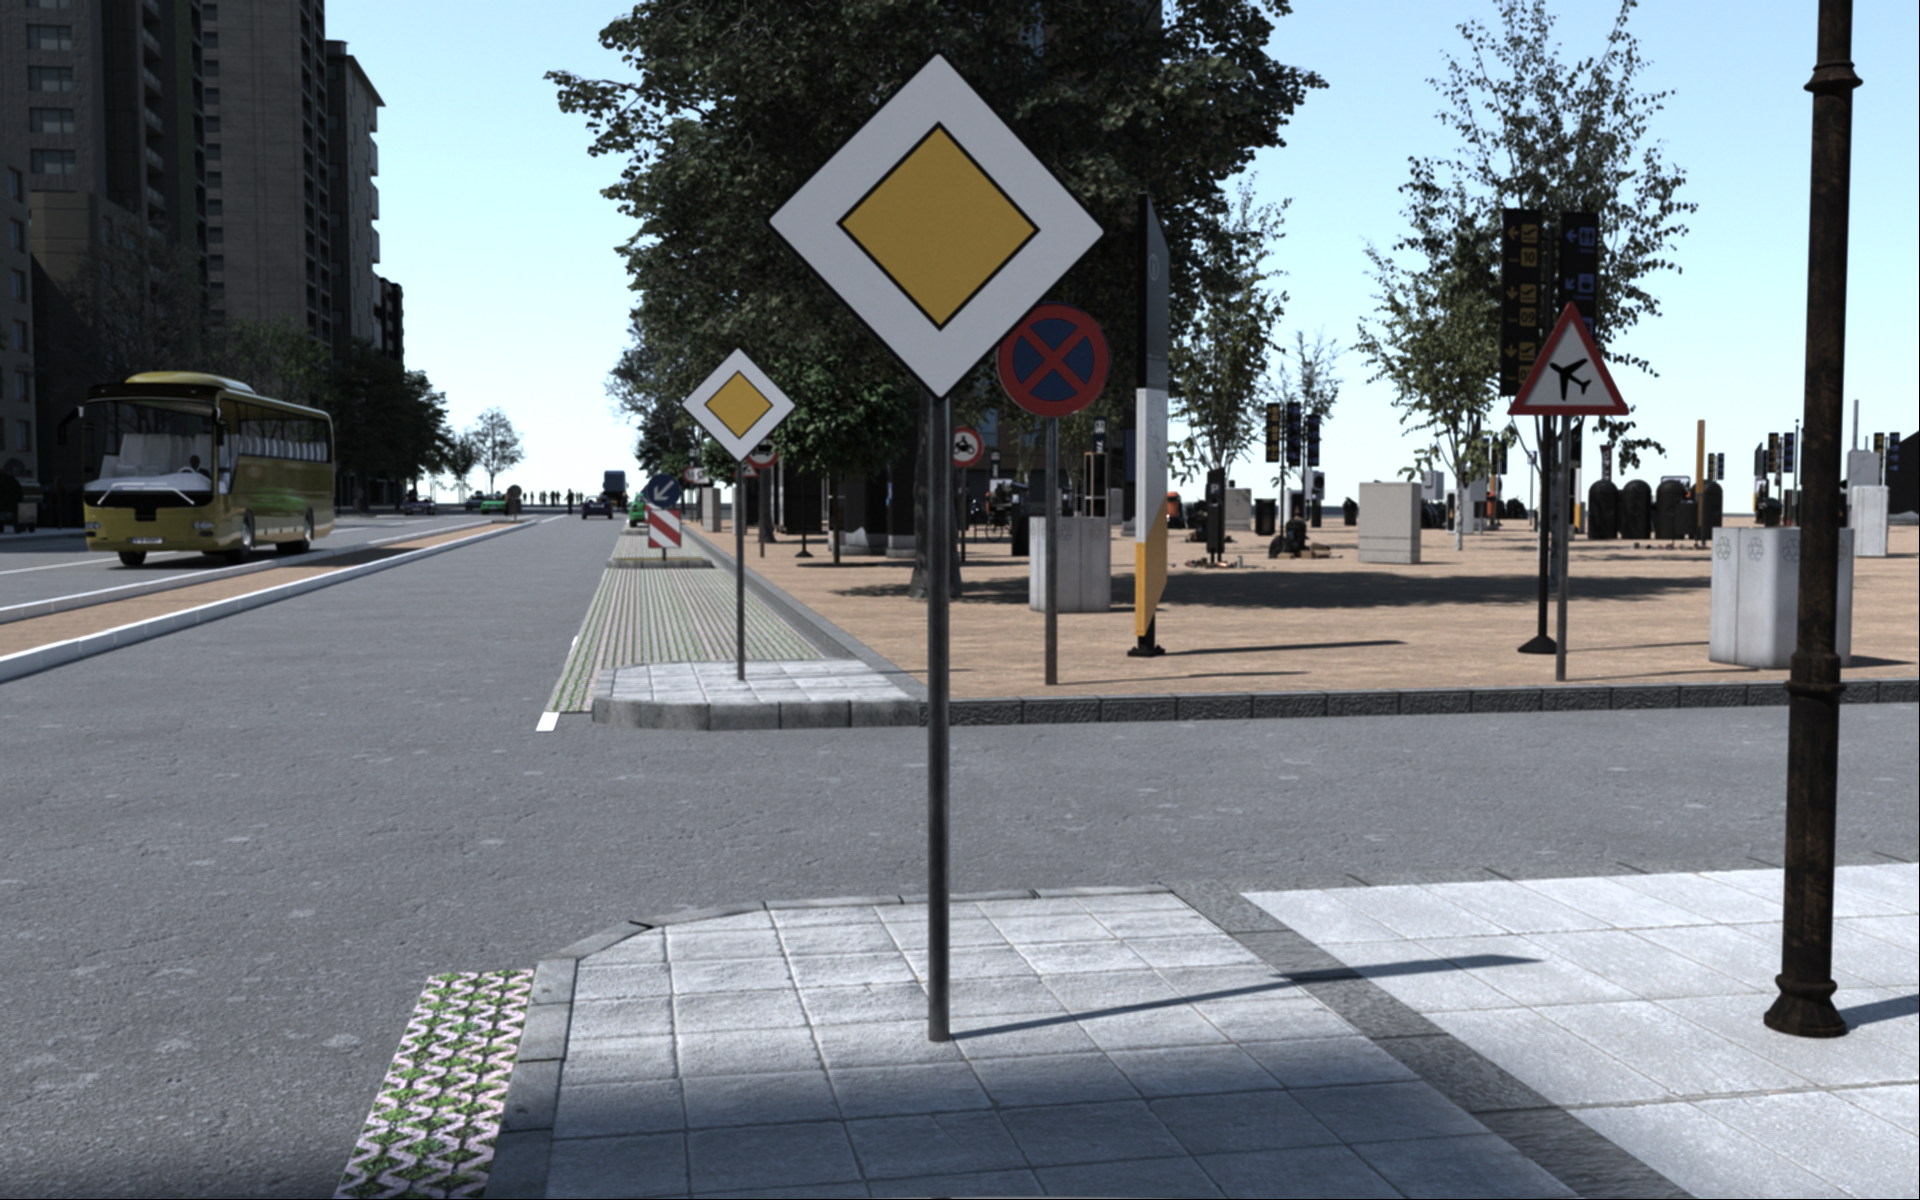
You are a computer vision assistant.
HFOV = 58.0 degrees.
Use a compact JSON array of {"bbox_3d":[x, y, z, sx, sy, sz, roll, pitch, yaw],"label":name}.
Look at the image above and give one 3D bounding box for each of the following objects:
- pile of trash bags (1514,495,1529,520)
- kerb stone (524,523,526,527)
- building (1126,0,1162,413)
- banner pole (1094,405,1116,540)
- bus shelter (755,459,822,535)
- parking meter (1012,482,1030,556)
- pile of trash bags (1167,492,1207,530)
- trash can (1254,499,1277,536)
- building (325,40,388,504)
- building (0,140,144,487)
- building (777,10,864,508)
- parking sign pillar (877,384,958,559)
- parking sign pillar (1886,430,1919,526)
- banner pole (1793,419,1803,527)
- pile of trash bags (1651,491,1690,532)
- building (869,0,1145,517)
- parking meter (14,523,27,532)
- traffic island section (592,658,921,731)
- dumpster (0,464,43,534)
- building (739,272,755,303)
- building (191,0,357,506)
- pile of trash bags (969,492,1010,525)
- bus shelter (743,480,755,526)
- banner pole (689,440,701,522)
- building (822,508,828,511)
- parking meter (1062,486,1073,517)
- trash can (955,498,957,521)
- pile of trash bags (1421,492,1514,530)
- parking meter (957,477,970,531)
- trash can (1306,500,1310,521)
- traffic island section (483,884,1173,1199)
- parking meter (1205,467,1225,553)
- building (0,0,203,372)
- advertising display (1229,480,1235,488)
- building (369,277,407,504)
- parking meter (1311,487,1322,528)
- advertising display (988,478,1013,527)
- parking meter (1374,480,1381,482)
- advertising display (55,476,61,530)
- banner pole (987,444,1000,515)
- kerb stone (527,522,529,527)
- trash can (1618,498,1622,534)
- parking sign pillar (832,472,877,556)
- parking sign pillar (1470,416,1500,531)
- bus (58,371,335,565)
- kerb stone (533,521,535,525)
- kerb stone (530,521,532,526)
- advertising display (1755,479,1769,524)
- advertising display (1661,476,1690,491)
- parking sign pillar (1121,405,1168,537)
[{"bbox_3d":[28.351,-4.769,87.719,3.447,1.369,1.912,1,4,13],"label":"pile of trash bags"},{"bbox_3d":[-18.542,-3.115,73.142,0.120,0.150,1.000,-1,4,-10],"label":"kerb stone"},{"bbox_3d":[1.396,-41.815,121.929,20.563,71.187,20.611,-1,4,-10],"label":"building"},{"bbox_3d":[4.071,-3.614,49.102,0.401,3.779,0.863,-3,5,-40],"label":"banner pole"},{"bbox_3d":[-5.426,-4.930,58.234,2.179,5.291,8.768,-1,4,-11],"label":"bus shelter"},{"bbox_3d":[1.264,-1.699,36.183,0.372,1.533,0.369,0,3,0],"label":"parking meter"},{"bbox_3d":[8.208,-3.289,63.522,1.912,1.369,3.447,1,4,22],"label":"pile of trash bags"},{"bbox_3d":[9.403,-2.550,53.348,0.748,1.137,0.748,0,3,0],"label":"trash can"},{"bbox_3d":[-83.859,-37.618,204.285,28.713,52.752,27.495,-1,4,-10],"label":"building"},{"bbox_3d":[-62.157,-15.098,91.900,27.650,21.520,28.899,-1,4,-10],"label":"building"},{"bbox_3d":[-14.728,-46.940,205.720,20.563,71.187,20.611,-1,4,-10],"label":"building"},{"bbox_3d":[-0.771,-2.830,34.746,1.447,3.967,1.447,-1,4,-13],"label":"parking sign pillar"},{"bbox_3d":[38.396,-5.014,70.453,1.447,3.967,1.447,1,4,17],"label":"parking sign pillar"},{"bbox_3d":[27.922,-4.124,57.449,0.401,3.779,0.863,-2,4,-27],"label":"banner pole"},{"bbox_3d":[23.501,-3.004,58.863,1.912,1.369,3.447,-2,4,-31],"label":"pile of trash bags"},{"bbox_3d":[2.277,-27.794,104.540,14.600,45.320,14.200,-1,4,-10],"label":"building"},{"bbox_3d":[-32.058,-3.097,59.040,0.372,1.533,0.369,0,3,0],"label":"parking meter"},{"bbox_3d":[-1.488,0.632,11.942,2.009,0.180,2.903,-1,4,-10],"label":"traffic island section"},{"bbox_3d":[-31.090,-3.310,56.605,1.502,2.255,1.985,-1,4,-10],"label":"dumpster"},{"bbox_3d":[-18.528,-35.305,231.858,22.147,44.769,28.867,-1,4,-10],"label":"building"},{"bbox_3d":[-75.121,-45.414,180.763,20.563,71.187,20.611,-1,4,-10],"label":"building"},{"bbox_3d":[1.222,-3.907,73.638,1.912,1.369,3.447,0,4,3],"label":"pile of trash bags"},{"bbox_3d":[-8.501,-5.836,73.043,2.179,5.291,8.768,-1,4,-11],"label":"bus shelter"},{"bbox_3d":[-12.263,-5.493,79.828,0.401,3.779,0.863,-3,5,-43],"label":"banner pole"},{"bbox_3d":[-1.940,-43.070,142.440,20.563,71.187,20.611,-1,4,-10],"label":"building"},{"bbox_3d":[3.512,-2.950,56.652,0.372,1.533,0.369,0,3,0],"label":"parking meter"},{"bbox_3d":[-0.315,-3.440,67.893,0.748,1.137,0.748,0,3,0],"label":"trash can"},{"bbox_3d":[18.012,-3.264,63.125,1.912,1.369,3.447,-3,5,-43],"label":"pile of trash bags"},{"bbox_3d":[0.120,-3.356,60.575,0.399,1.863,0.255,2,4,35],"label":"parking meter"},{"bbox_3d":[16.129,-4.262,81.330,0.748,1.137,0.748,0,3,0],"label":"trash can"},{"bbox_3d":[-0.031,1.113,4.091,2.009,0.180,2.903,-1,4,-10],"label":"traffic island section"},{"bbox_3d":[5.536,-1.949,37.582,0.399,1.863,0.255,1,4,20],"label":"parking meter"},{"bbox_3d":[-59.157,-26.308,113.727,14.154,41.232,14.086,-1,4,-10],"label":"building"},{"bbox_3d":[12.502,-4.557,79.725,0.123,1.923,0.974,0,4,-1],"label":"advertising display"},{"bbox_3d":[-80.812,-27.825,226.645,14.160,30.474,14.107,-1,4,-10],"label":"building"},{"bbox_3d":[13.631,-3.536,66.227,0.372,1.533,0.369,0,3,0],"label":"parking meter"},{"bbox_3d":[1.602,-3.830,67.840,0.974,1.923,0.123,0,3,0],"label":"advertising display"},{"bbox_3d":[17.411,-4.051,71.951,0.399,1.863,0.255,-1,4,-10],"label":"parking meter"},{"bbox_3d":[-32.745,-3.528,62.892,0.123,1.923,0.974,-2,4,-31],"label":"advertising display"},{"bbox_3d":[1.614,-5.898,86.457,0.863,3.779,0.401,1,4,12],"label":"banner pole"},{"bbox_3d":[-18.912,-3.239,75.154,0.120,0.150,1.000,-1,4,-10],"label":"kerb stone"},{"bbox_3d":[21.486,-2.696,55.739,0.748,1.137,0.748,0,3,0],"label":"trash can"},{"bbox_3d":[-1.990,-2.940,36.548,1.447,3.967,1.447,-2,4,-26],"label":"parking sign pillar"},{"bbox_3d":[18.051,-4.390,60.242,1.447,3.967,1.447,0,4,8],"label":"parking sign pillar"},{"bbox_3d":[-16.318,-2.863,38.365,2.896,3.916,12.252,-1,4,-10],"label":"bus"},{"bbox_3d":[-19.660,-3.486,79.185,0.120,0.150,1.000,-1,4,-10],"label":"kerb stone"},{"bbox_3d":[-19.283,-3.362,77.173,0.120,0.150,1.000,-1,4,-10],"label":"kerb stone"},{"bbox_3d":[34.095,-4.185,73.640,0.123,1.923,0.974,0,4,0],"label":"advertising display"},{"bbox_3d":[25.581,-3.471,61.963,0.974,1.923,0.123,2,4,24],"label":"advertising display"},{"bbox_3d":[5.596,-3.913,52.443,1.447,3.967,1.447,0,4,0],"label":"parking sign pillar"}]
